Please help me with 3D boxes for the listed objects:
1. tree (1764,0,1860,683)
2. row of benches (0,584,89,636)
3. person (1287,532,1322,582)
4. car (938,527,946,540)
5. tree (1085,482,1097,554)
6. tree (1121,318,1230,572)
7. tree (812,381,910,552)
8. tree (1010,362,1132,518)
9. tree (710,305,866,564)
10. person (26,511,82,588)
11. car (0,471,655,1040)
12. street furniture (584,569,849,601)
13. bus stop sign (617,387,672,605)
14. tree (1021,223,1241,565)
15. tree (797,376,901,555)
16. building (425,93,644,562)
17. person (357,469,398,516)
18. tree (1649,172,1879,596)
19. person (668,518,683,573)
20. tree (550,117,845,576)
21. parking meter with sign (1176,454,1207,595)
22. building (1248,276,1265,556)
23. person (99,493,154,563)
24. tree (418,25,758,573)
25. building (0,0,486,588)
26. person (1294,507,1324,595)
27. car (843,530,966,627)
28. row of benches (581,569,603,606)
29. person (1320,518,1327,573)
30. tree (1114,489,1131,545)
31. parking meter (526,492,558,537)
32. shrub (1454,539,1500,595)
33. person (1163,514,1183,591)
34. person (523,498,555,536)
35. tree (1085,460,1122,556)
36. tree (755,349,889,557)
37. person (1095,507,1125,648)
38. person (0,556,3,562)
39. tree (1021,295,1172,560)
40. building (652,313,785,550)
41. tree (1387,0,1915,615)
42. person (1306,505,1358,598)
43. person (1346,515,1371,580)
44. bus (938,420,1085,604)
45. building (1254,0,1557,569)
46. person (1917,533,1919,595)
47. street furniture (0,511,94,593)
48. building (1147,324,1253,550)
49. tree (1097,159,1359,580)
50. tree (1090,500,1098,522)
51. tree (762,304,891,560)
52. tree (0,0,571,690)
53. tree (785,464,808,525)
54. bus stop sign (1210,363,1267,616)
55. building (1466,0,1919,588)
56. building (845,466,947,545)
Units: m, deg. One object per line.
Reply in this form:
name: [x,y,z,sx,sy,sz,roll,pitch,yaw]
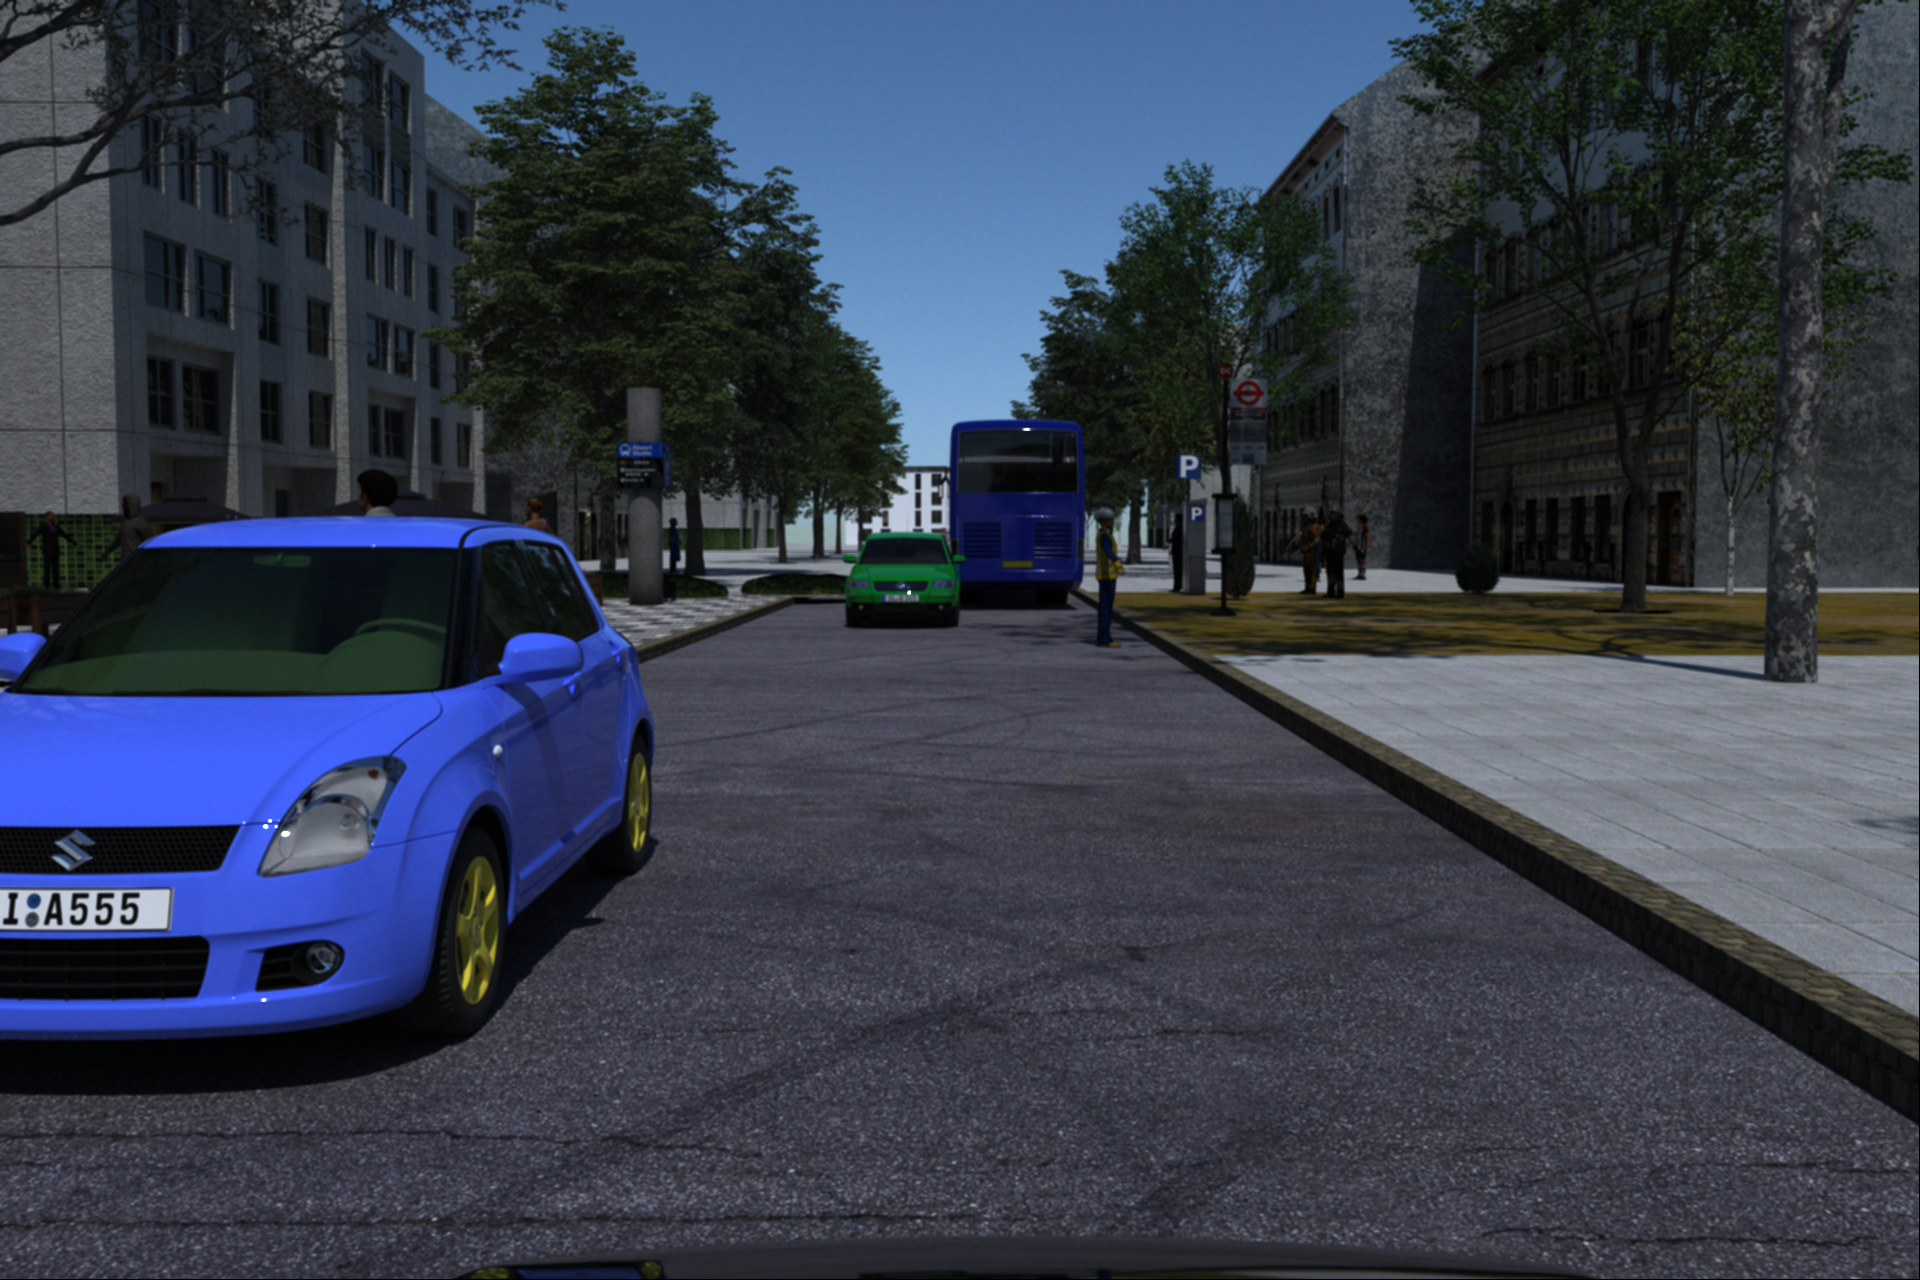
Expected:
tree: [7.858,-9.618,13.147,12.611,20.169,13.585,0,3,0]
row of benches: [-11.494,-0.268,19.839,1.422,0.672,4.104,0,4,6]
person: [9.458,-2.478,46.378,1.347,1.847,0.705,0,4,4]
car: [-0.462,-5.601,100.247,2.281,1.827,5.304,0,4,0]
tree: [8.258,-9.869,111.726,4.737,8.622,4.395,0,3,0]
tree: [7.368,-6.664,59.322,4.737,8.622,4.395,0,3,0]
tree: [-7.197,-12.539,123.144,7.486,12.596,7.792,0,3,0]
tree: [8.088,-13.122,121.193,9.857,13.997,8.962,0,3,0]
tree: [-7.749,-9.134,75.088,9.928,11.665,9.643,0,3,0]
person: [-20.808,-2.047,39.687,0.704,1.802,1.346,2,4,28]
car: [-2.196,0.216,6.064,1.945,1.707,3.694,0,4,0]
street furniture: [-7.340,-1.296,36.810,10.072,0.657,5.734,1,4,21]
bus stop sign: [-5.720,-2.595,31.449,0.837,3.901,0.837,0,4,1]
tree: [7.324,-10.150,72.606,9.857,13.997,8.962,0,3,0]
tree: [-7.447,-11.158,108.188,9.928,11.665,9.643,0,3,0]
building: [-26.920,-15.762,88.645,19.493,23.208,18.063,0,4,1]
person: [-3.431,-0.093,10.162,0.705,1.806,1.347,2,4,24]
tree: [15.992,-5.203,35.428,4.737,8.622,4.395,0,3,0]
person: [-9.339,-3.091,56.660,0.704,1.817,1.347,0,4,4]
tree: [-8.220,-8.948,52.961,9.857,13.997,8.962,0,3,0]
parking meter with sign: [4.974,-2.487,36.924,0.543,3.016,1.738,0,3,0]
building: [26.760,-16.163,95.186,19.493,23.208,18.063,0,4,1]
person: [-10.885,-1.017,22.758,1.348,1.813,0.705,3,4,38]
tree: [-8.412,-7.441,39.789,7.486,12.596,7.792,0,3,0]
building: [-28.187,-11.601,56.138,16.747,18.905,31.486,0,4,0]
person: [7.409,-1.898,36.793,0.705,1.858,1.354,0,4,-7]
car: [-0.887,-1.187,28.207,1.959,1.807,4.718,0,3,0]
row of benches: [-7.457,-0.854,29.433,1.422,0.672,4.104,2,4,25]
person: [11.975,-3.112,57.017,1.346,1.812,0.704,1,4,15]
tree: [19.284,-15.991,211.821,4.737,8.622,4.395,0,3,0]
parking meter: [-5.771,-1.114,23.926,0.399,1.863,0.255,0,4,0]
shrub: [10.959,-1.563,36.677,1.383,1.207,1.383,0,3,0]
person: [4.819,-1.963,38.820,0.721,1.740,1.216,2,4,27]
person: [-5.413,-0.915,21.763,0.721,1.733,1.217,2,4,29]
tree: [8.295,-9.352,103.265,4.360,8.622,3.978,0,3,0]
tree: [-7.802,-10.398,95.762,9.928,11.665,9.643,0,3,0]
person: [1.938,-0.801,22.011,0.721,1.772,1.216,0,4,-3]
person: [-13.373,-1.046,23.078,0.705,1.833,1.349,1,4,15]
tree: [7.675,-10.810,87.118,12.009,13.543,11.850,0,3,0]
building: [-25.652,-17.523,152.961,16.747,18.905,31.486,0,4,1]
tree: [10.815,-6.231,27.639,9.928,11.665,9.643,0,3,0]
person: [7.504,-1.768,34.691,0.705,1.856,1.354,-2,4,-34]
person: [11.213,-2.591,48.512,0.704,1.843,1.345,-1,4,-13]
bus: [0.978,-2.856,38.236,2.896,3.916,12.251,0,4,-1]
building: [23.159,-14.684,71.012,19.493,23.208,18.063,0,4,1]
person: [20.199,-1.640,36.083,0.599,1.433,0.991,0,4,4]
street furniture: [-21.306,-1.549,32.181,9.812,1.723,11.010,3,5,44]
building: [26.591,-17.592,154.081,16.747,18.905,31.486,0,4,1]
tree: [7.486,-7.538,49.004,9.928,11.665,9.643,0,3,0]
tree: [17.983,-16.265,216.302,4.737,8.622,4.395,0,3,0]
tree: [-6.890,-10.274,86.100,7.486,12.596,7.792,0,3,0]
tree: [-8.565,-6.329,13.851,12.009,13.543,11.850,0,3,0]
tree: [-23.067,-18.628,211.220,9.857,13.997,8.962,0,3,0]
bus stop sign: [4.372,-2.352,27.157,0.855,3.939,0.416,0,4,0]
building: [26.654,-13.365,49.447,19.493,23.208,18.063,0,4,0]
building: [0.215,-16.514,214.606,28.070,9.664,9.099,0,4,5]
